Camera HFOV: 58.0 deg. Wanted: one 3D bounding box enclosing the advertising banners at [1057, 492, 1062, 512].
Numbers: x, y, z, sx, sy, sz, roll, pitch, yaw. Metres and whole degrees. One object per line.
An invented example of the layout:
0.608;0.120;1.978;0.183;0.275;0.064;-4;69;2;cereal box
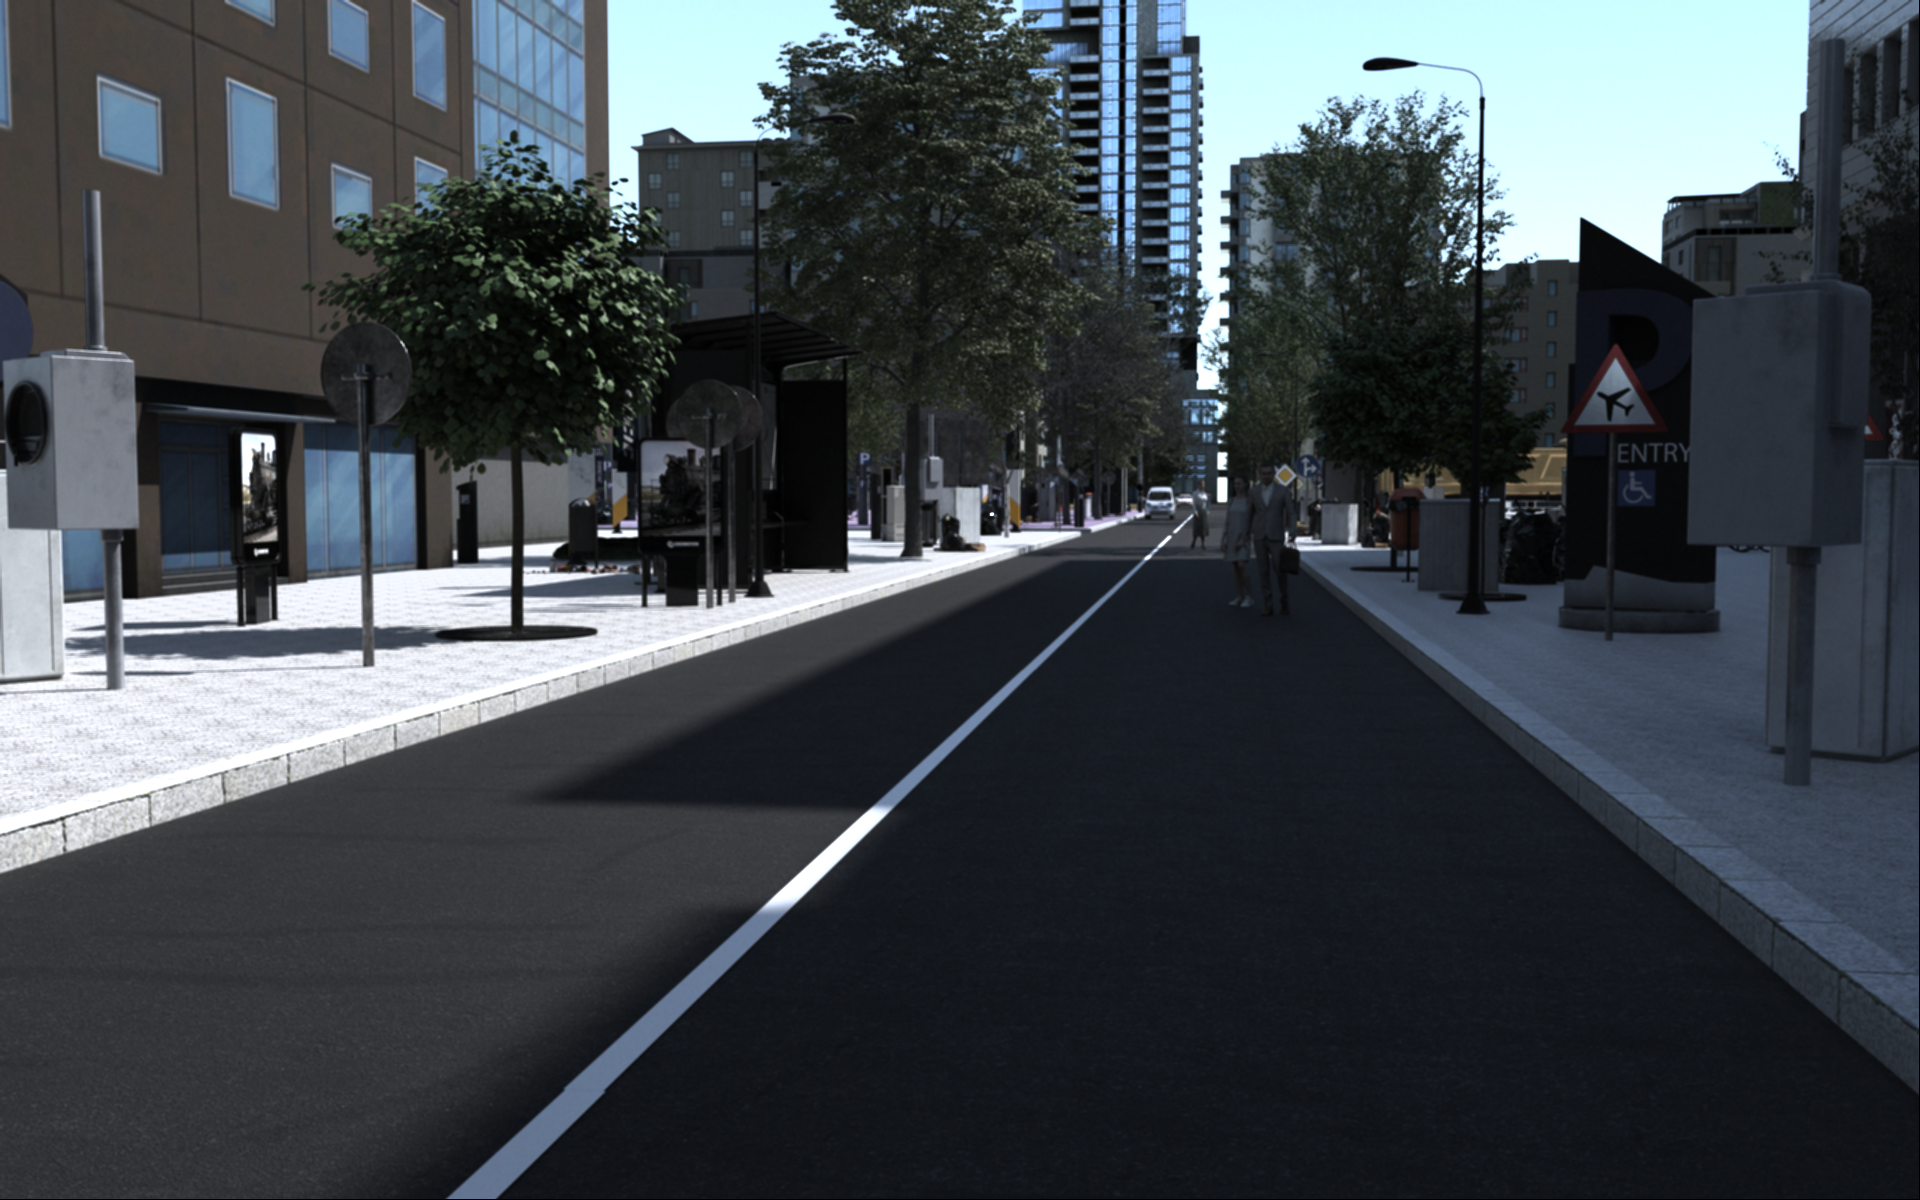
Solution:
7.033;-7.655;121.345;0.090;3.025;2.074;2;4;24;advertising banners

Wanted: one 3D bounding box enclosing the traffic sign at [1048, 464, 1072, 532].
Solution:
3.336;-3.317;57.867;0.795;2.450;0.064;1;4;8;traffic sign

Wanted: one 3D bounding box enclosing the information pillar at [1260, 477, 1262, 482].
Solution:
21.399;-7.993;122.046;0.504;3.616;0.183;0;4;-3;information pillar

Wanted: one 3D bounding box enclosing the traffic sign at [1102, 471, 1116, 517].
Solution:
8.259;-5.876;96.171;0.768;2.556;0.104;1;4;13;traffic sign

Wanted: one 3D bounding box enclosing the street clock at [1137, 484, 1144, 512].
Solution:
12.672;-7.164;121.703;0.358;2.002;0.471;-3;4;-38;street clock

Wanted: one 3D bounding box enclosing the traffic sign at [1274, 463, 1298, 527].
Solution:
10.649;-3.250;56.775;0.795;2.450;0.064;1;4;8;traffic sign

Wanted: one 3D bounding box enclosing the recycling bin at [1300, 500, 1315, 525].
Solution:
14.765;-3.690;72.883;0.722;1.027;0.722;0;4;-5;recycling bin

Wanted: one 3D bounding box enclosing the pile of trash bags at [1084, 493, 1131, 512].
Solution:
10.687;-7.150;126.653;3.447;1.369;1.912;-1;4;-22;pile of trash bags

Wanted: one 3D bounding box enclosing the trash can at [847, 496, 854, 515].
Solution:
-6.853;-5.742;105.530;0.748;1.137;0.748;0;3;0;trash can

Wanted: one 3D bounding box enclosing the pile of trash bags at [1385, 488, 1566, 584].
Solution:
7.980;-0.953;25.328;3.447;1.369;1.912;0;4;8;pile of trash bags

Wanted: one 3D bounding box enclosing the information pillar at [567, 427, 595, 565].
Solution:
-6.848;-2.440;31.251;0.504;3.616;0.183;0;4;-6;information pillar

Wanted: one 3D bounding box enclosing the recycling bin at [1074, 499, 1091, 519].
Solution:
6.402;-4.781;90.725;0.722;1.027;0.722;1;4;22;recycling bin

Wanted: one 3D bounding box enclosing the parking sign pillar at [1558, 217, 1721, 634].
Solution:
6.502;-1.714;16.494;1.447;3.967;1.447;2;4;35;parking sign pillar

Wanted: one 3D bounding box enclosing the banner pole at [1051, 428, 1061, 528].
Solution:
3.697;-4.609;65.380;0.401;3.779;0.863;-1;4;-13;banner pole

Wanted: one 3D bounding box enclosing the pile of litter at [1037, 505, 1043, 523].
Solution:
3.130;-3.912;77.923;1.176;0.858;1.719;0;4;3;pile of litter

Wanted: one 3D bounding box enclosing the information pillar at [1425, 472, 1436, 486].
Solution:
15.496;-3.216;57.079;0.304;2.012;0.304;0;4;-2;information pillar

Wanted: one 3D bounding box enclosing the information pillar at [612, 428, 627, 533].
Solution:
-11.134;-3.988;56.564;0.504;3.616;0.183;-1;4;-14;information pillar

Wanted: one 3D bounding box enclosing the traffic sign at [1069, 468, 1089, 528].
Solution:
4.499;-3.800;65.768;0.795;2.450;0.064;1;4;8;traffic sign

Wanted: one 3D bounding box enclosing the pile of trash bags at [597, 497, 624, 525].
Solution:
-16.010;-3.795;71.807;1.912;1.369;3.447;3;4;36;pile of trash bags

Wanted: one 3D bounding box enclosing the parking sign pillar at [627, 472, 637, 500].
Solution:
-25.401;-8.970;135.123;1.447;3.967;1.447;0;4;8;parking sign pillar

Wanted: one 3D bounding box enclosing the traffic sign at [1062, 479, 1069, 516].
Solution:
6.129;-6.307;103.223;0.768;2.556;0.104;1;4;12;traffic sign

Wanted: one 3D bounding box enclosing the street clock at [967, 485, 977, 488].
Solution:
0.601;-5.045;87.060;0.471;2.002;0.358;3;4;37;street clock

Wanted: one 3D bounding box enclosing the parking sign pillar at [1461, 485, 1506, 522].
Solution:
15.910;-3.924;52.623;1.447;3.967;1.447;1;4;20;parking sign pillar

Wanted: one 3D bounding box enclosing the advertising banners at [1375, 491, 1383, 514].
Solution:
23.339;-6.155;96.825;2.074;3.025;0.090;-3;5;-44;advertising banners

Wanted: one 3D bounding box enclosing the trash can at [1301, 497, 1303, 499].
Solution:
19.794;-5.337;98.917;0.748;1.137;0.748;0;3;0;trash can

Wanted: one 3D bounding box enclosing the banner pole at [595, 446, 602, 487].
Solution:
-16.175;-5.407;78.429;0.863;3.779;0.401;1;4;18;banner pole

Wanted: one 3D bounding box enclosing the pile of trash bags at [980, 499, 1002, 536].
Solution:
0.041;-2.749;54.690;1.912;1.369;3.447;-1;4;-15;pile of trash bags

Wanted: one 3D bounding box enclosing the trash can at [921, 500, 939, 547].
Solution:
-0.873;-1.851;41.920;0.748;1.137;0.748;0;3;0;trash can

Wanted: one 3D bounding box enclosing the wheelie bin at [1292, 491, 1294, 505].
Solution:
13.610;-3.973;72.860;0.980;1.594;0.693;3;5;45;wheelie bin

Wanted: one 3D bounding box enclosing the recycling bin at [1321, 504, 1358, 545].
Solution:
9.659;-1.927;44.056;0.722;1.027;0.722;2;4;34;recycling bin

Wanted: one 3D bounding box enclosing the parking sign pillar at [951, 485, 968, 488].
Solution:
0.008;-8.066;120.345;1.447;3.967;1.447;2;4;29;parking sign pillar

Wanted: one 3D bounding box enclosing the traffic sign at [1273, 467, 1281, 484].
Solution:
11.812;-3.733;64.675;0.795;2.450;0.064;1;4;8;traffic sign

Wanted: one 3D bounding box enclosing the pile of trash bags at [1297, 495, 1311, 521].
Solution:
15.845;-4.404;81.752;3.447;1.369;1.912;-3;5;-39;pile of trash bags

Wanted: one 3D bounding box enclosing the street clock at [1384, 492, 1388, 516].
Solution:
24.870;-5.894;100.944;0.358;2.002;0.471;0;4;-2;street clock

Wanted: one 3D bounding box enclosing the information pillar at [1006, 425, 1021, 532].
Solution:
1.787;-4.076;57.992;0.504;3.616;0.183;1;4;18;information pillar

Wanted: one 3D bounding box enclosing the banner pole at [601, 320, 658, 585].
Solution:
-4.566;-2.103;24.401;0.401;3.779;0.863;2;4;30;banner pole

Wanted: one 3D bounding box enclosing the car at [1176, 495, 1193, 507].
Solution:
25.448;-11.214;195.709;2.083;1.381;4.827;1;4;10;car

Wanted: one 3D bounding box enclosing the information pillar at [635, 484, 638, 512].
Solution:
-23.543;-7.463;126.519;0.304;2.012;0.304;-1;4;-9;information pillar

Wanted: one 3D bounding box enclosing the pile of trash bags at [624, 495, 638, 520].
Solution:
-16.376;-4.569;84.450;3.447;1.369;1.912;2;4;35;pile of trash bags

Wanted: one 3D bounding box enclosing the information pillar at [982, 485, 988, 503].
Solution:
1.377;-6.441;96.671;0.183;3.616;0.504;3;4;39;information pillar

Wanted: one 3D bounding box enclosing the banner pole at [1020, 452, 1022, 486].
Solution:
3.509;-6.926;103.258;0.401;3.779;0.863;-2;4;-29;banner pole

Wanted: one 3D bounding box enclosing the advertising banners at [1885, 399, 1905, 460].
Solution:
17.384;-2.147;31.283;0.090;3.025;2.074;-1;4;-9;advertising banners

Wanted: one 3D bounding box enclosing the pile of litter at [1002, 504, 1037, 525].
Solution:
2.144;-3.624;73.216;1.719;0.858;1.176;-1;4;-21;pile of litter

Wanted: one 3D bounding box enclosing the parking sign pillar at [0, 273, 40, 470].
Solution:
-8.754;-1.636;15.229;1.447;3.967;1.447;2;4;31;parking sign pillar

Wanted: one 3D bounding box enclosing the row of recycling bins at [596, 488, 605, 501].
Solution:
-23.741;-6.303;110.168;3.534;1.692;1.069;1;4;19;row of recycling bins

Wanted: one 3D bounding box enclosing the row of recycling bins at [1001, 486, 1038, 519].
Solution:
3.169;-4.769;85.086;1.069;1.692;3.534;-3;5;-41;row of recycling bins

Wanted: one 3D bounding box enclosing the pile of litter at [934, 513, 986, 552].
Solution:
0.003;-1.540;39.138;1.176;0.858;1.719;0;4;-5;pile of litter

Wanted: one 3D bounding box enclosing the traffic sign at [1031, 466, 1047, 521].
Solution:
3.607;-4.842;79.279;0.768;2.556;0.104;1;4;15;traffic sign

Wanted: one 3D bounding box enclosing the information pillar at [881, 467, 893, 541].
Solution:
-2.012;-2.637;47.600;0.304;2.012;0.304;-1;4;-9;information pillar

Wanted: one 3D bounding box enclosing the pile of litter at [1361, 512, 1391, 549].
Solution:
10.303;-1.678;41.397;1.719;0.858;1.176;-2;4;-24;pile of litter

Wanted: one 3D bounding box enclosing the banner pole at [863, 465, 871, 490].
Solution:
-7.149;-8.693;132.151;0.863;3.779;0.401;-1;4;-18;banner pole
